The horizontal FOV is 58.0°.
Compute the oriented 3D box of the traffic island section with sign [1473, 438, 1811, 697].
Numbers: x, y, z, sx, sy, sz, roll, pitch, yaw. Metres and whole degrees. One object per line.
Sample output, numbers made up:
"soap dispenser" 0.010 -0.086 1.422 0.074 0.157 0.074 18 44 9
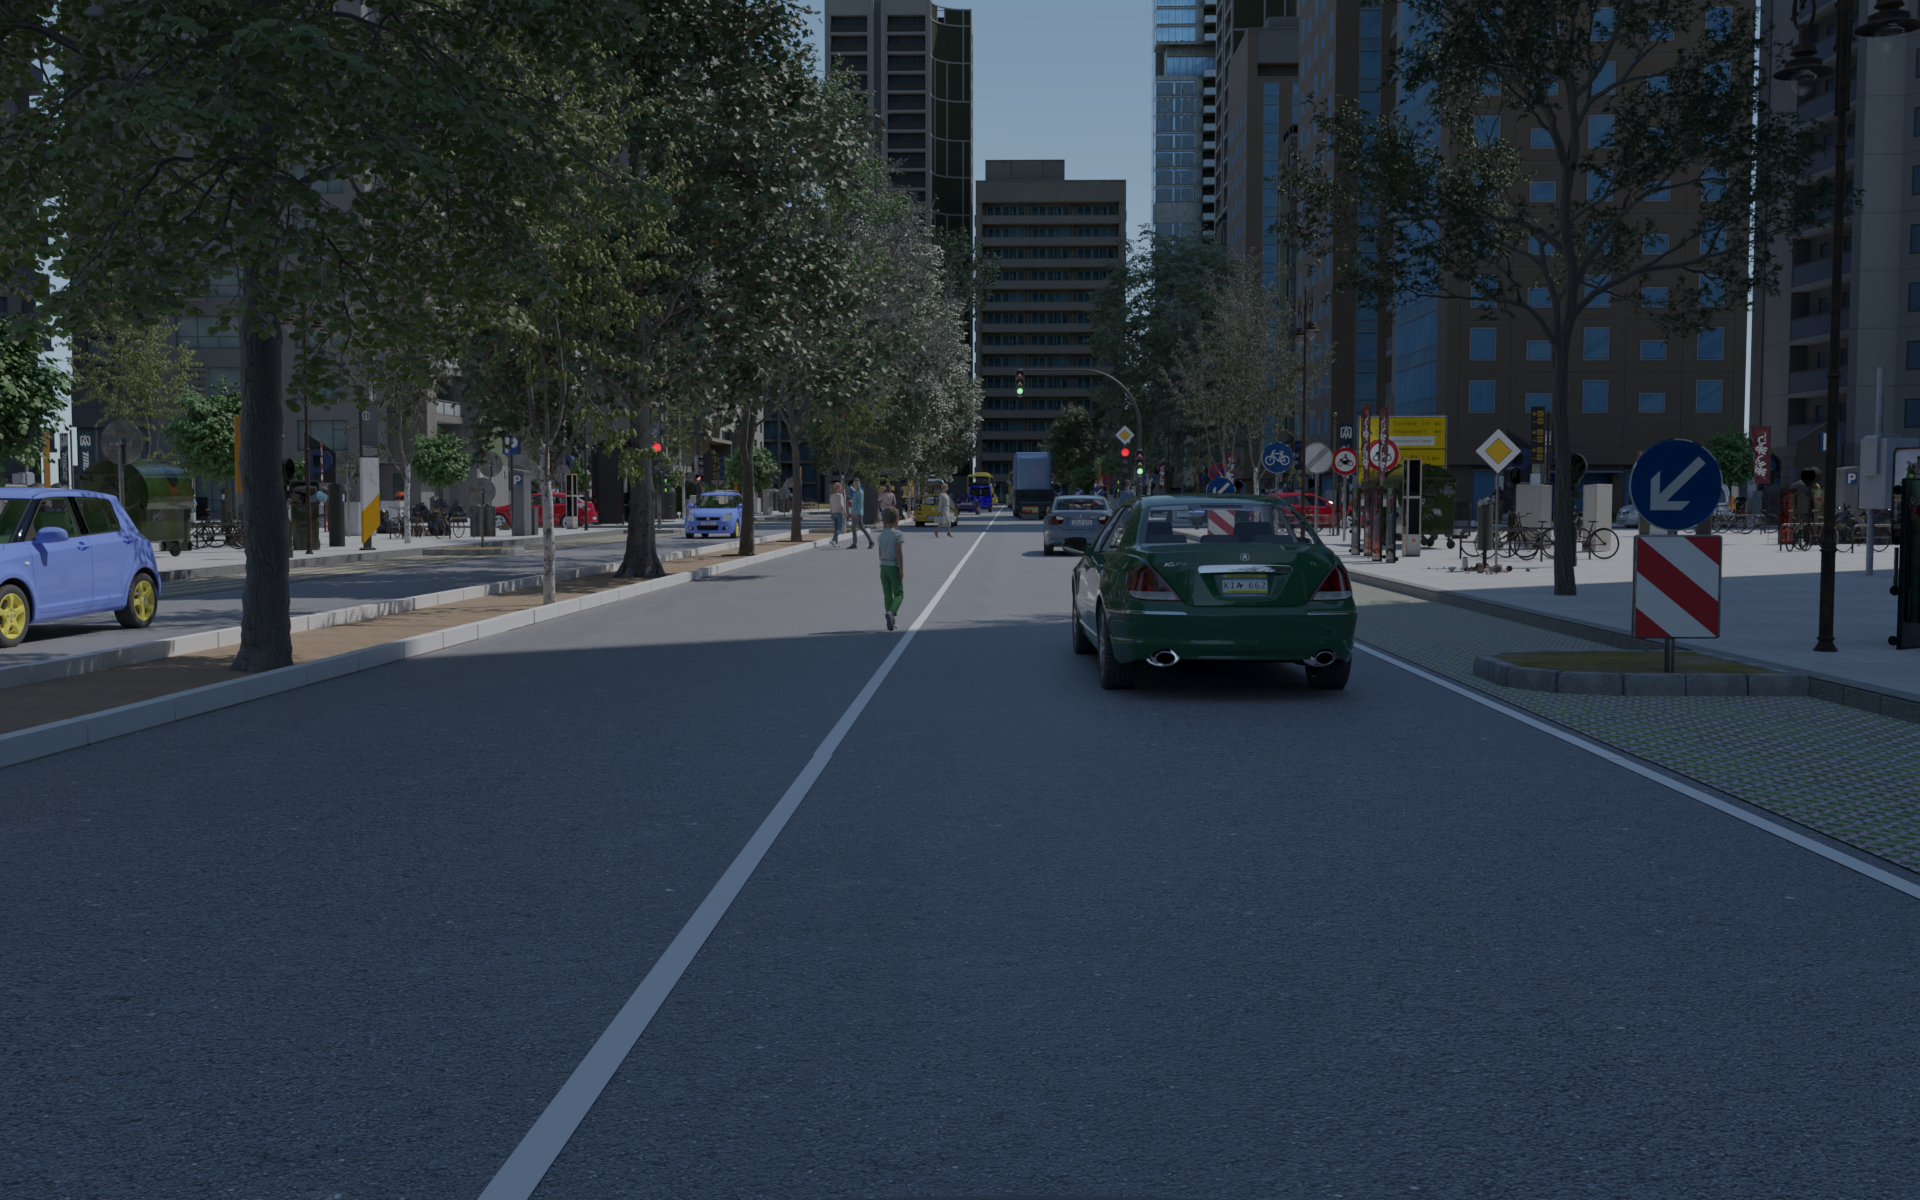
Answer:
"traffic island section with sign" 5.025 -0.276 13.141 1.989 1.847 2.006 0 4 2

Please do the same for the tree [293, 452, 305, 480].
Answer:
"tree" -30.328 -5.234 80.175 1.663 3.219 1.824 0 3 0

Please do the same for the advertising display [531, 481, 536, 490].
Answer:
"advertising display" -22.141 -5.089 88.411 0.974 1.923 0.123 0 4 2

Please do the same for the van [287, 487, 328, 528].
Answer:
"van" -25.962 -3.734 68.069 4.112 2.044 2.013 0 4 3

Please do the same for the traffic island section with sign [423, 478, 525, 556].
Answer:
"traffic island section with sign" -11.413 -1.977 40.946 1.989 1.847 2.006 0 4 2

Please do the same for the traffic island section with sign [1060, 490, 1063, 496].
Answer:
"traffic island section with sign" 8.374 -7.063 124.100 1.989 1.847 2.006 0 4 2

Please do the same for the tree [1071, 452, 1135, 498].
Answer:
"tree" 11.312 -8.845 128.322 4.285 4.588 4.351 0 3 0

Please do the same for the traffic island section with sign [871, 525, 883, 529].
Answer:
"traffic island section with sign" -4.221 -3.848 71.054 2.006 1.907 1.989 0 4 2

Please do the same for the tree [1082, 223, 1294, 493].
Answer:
"tree" 10.475 -10.703 81.643 9.857 13.997 8.962 0 3 0

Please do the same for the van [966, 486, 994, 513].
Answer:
"van" 1.560 -8.018 135.482 2.240 2.365 5.245 0 4 1

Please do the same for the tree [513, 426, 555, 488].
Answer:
"tree" -25.223 -9.428 104.516 4.360 8.622 3.978 0 3 0

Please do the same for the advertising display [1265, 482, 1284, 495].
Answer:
"advertising display" 16.447 -5.230 90.732 0.974 1.923 0.123 1 4 12

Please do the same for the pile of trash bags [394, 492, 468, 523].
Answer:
"pile of trash bags" -23.620 -4.099 76.766 1.912 1.369 3.447 2 4 31

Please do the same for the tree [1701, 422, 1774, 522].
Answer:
"tree" 34.983 -5.810 78.708 4.285 4.588 4.351 0 3 0

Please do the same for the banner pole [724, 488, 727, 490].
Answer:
"banner pole" -19.420 -9.337 142.680 0.863 3.779 0.401 3 5 43

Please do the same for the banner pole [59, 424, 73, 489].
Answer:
"banner pole" -32.091 -4.421 62.302 0.863 3.779 0.401 2 4 27

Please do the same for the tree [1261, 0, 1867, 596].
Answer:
"tree" 7.346 -5.339 21.706 7.601 10.594 8.767 0 4 0

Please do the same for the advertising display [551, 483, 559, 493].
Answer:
"advertising display" -22.780 -5.622 97.126 0.123 1.923 0.974 1 4 17

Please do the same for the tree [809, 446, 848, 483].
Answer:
"tree" -10.412 -13.689 158.221 7.601 10.594 8.767 0 4 4

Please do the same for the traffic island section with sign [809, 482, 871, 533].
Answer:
"traffic island section with sign" -4.454 -3.395 63.650 2.006 1.907 1.989 0 4 2

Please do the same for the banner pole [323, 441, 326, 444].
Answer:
"banner pole" -30.184 -5.644 82.300 0.401 3.779 0.863 -1 4 -12

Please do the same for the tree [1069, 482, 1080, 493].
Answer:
"tree" 13.239 -12.492 198.851 1.663 3.219 1.824 0 3 0

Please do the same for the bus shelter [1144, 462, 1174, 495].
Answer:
"bus shelter" 12.936 -7.202 111.678 2.014 3.302 5.546 0 4 2

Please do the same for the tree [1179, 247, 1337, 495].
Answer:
"tree" 8.899 -6.180 51.398 4.360 8.622 3.978 0 3 0

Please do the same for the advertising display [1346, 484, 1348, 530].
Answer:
"advertising display" 13.780 -3.477 62.066 0.123 1.923 0.974 0 4 4

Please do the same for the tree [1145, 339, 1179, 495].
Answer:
"tree" 8.782 -6.554 57.514 4.360 8.622 3.978 0 3 0

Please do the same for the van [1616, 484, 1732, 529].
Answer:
"van" 27.690 -3.685 67.254 4.112 2.044 2.013 0 4 2

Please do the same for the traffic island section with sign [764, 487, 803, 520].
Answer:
"traffic island section with sign" -9.750 -5.355 96.179 1.989 1.847 2.006 0 4 2

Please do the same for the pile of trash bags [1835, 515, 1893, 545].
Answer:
"pile of trash bags" 24.258 -2.134 44.644 3.447 1.369 1.912 -1 4 -15

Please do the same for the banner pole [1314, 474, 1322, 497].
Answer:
"banner pole" 20.426 -6.634 98.476 0.863 3.779 0.401 -2 4 -31

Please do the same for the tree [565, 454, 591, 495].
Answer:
"tree" -18.373 -5.429 83.359 1.663 3.219 1.824 0 3 0

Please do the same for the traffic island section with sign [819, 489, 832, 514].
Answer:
"traffic island section with sign" -8.920 -7.009 123.223 1.989 1.847 2.006 0 4 2

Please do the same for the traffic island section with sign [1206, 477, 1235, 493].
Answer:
"traffic island section with sign" 5.838 -1.924 40.084 1.989 1.847 2.006 0 4 2

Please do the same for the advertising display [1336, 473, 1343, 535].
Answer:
"advertising display" 11.853 -3.000 54.261 0.123 1.923 0.974 1 4 11

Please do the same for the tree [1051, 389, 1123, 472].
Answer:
"tree" 12.187 -13.432 154.023 8.767 10.594 7.601 -1 4 -19

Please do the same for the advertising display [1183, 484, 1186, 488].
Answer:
"advertising display" 18.025 -8.249 140.076 0.123 1.923 0.974 3 5 42

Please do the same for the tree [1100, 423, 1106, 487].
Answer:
"tree" 10.162 -9.412 104.242 4.360 8.622 3.978 0 3 0

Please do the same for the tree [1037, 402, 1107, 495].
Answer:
"tree" 13.893 -18.240 215.232 9.611 12.733 9.660 0 3 0

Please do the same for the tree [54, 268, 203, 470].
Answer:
"tree" -24.218 -6.154 50.979 4.737 8.622 4.395 0 3 0

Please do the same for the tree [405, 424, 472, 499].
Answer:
"tree" -24.468 -5.982 81.525 4.285 4.588 4.351 0 3 0

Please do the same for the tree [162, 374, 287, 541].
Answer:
"tree" -20.129 -3.904 47.539 4.285 4.588 4.351 0 3 0

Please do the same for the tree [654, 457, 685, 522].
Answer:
"tree" -13.665 -5.187 79.401 1.663 3.219 1.824 0 3 0

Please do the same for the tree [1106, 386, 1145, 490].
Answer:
"tree" 10.018 -8.648 91.755 4.360 8.622 3.978 0 3 0

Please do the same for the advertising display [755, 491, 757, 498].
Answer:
"advertising display" -17.115 -8.681 147.152 0.123 1.923 0.974 -3 4 -36

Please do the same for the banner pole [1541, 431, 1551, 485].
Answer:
"banner pole" 20.354 -4.294 60.223 0.401 3.779 0.863 3 5 44

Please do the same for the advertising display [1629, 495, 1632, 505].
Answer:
"advertising display" 27.912 -4.019 70.929 0.974 1.923 0.123 0 4 6

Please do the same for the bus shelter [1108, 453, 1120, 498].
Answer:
"bus shelter" 12.764 -9.957 140.430 2.179 5.291 8.768 0 4 2

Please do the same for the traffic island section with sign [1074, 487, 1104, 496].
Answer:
"traffic island section with sign" 7.546 -5.380 96.594 1.989 1.847 2.006 0 4 2

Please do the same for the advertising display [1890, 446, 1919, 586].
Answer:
"advertising display" 12.982 -1.121 23.541 0.123 1.923 0.974 0 4 -1

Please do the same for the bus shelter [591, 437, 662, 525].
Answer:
"bus shelter" -14.322 -5.099 74.646 1.731 3.624 6.357 0 4 2

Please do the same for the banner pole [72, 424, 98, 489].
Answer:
"banner pole" -31.181 -4.410 62.126 0.401 3.779 0.863 2 4 35

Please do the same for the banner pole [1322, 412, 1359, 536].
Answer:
"banner pole" 11.710 -3.866 53.232 0.863 3.779 0.401 -1 4 -13

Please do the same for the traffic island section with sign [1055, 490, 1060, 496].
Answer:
"traffic island section with sign" 10.668 -11.707 200.036 1.989 1.847 2.006 0 4 2
